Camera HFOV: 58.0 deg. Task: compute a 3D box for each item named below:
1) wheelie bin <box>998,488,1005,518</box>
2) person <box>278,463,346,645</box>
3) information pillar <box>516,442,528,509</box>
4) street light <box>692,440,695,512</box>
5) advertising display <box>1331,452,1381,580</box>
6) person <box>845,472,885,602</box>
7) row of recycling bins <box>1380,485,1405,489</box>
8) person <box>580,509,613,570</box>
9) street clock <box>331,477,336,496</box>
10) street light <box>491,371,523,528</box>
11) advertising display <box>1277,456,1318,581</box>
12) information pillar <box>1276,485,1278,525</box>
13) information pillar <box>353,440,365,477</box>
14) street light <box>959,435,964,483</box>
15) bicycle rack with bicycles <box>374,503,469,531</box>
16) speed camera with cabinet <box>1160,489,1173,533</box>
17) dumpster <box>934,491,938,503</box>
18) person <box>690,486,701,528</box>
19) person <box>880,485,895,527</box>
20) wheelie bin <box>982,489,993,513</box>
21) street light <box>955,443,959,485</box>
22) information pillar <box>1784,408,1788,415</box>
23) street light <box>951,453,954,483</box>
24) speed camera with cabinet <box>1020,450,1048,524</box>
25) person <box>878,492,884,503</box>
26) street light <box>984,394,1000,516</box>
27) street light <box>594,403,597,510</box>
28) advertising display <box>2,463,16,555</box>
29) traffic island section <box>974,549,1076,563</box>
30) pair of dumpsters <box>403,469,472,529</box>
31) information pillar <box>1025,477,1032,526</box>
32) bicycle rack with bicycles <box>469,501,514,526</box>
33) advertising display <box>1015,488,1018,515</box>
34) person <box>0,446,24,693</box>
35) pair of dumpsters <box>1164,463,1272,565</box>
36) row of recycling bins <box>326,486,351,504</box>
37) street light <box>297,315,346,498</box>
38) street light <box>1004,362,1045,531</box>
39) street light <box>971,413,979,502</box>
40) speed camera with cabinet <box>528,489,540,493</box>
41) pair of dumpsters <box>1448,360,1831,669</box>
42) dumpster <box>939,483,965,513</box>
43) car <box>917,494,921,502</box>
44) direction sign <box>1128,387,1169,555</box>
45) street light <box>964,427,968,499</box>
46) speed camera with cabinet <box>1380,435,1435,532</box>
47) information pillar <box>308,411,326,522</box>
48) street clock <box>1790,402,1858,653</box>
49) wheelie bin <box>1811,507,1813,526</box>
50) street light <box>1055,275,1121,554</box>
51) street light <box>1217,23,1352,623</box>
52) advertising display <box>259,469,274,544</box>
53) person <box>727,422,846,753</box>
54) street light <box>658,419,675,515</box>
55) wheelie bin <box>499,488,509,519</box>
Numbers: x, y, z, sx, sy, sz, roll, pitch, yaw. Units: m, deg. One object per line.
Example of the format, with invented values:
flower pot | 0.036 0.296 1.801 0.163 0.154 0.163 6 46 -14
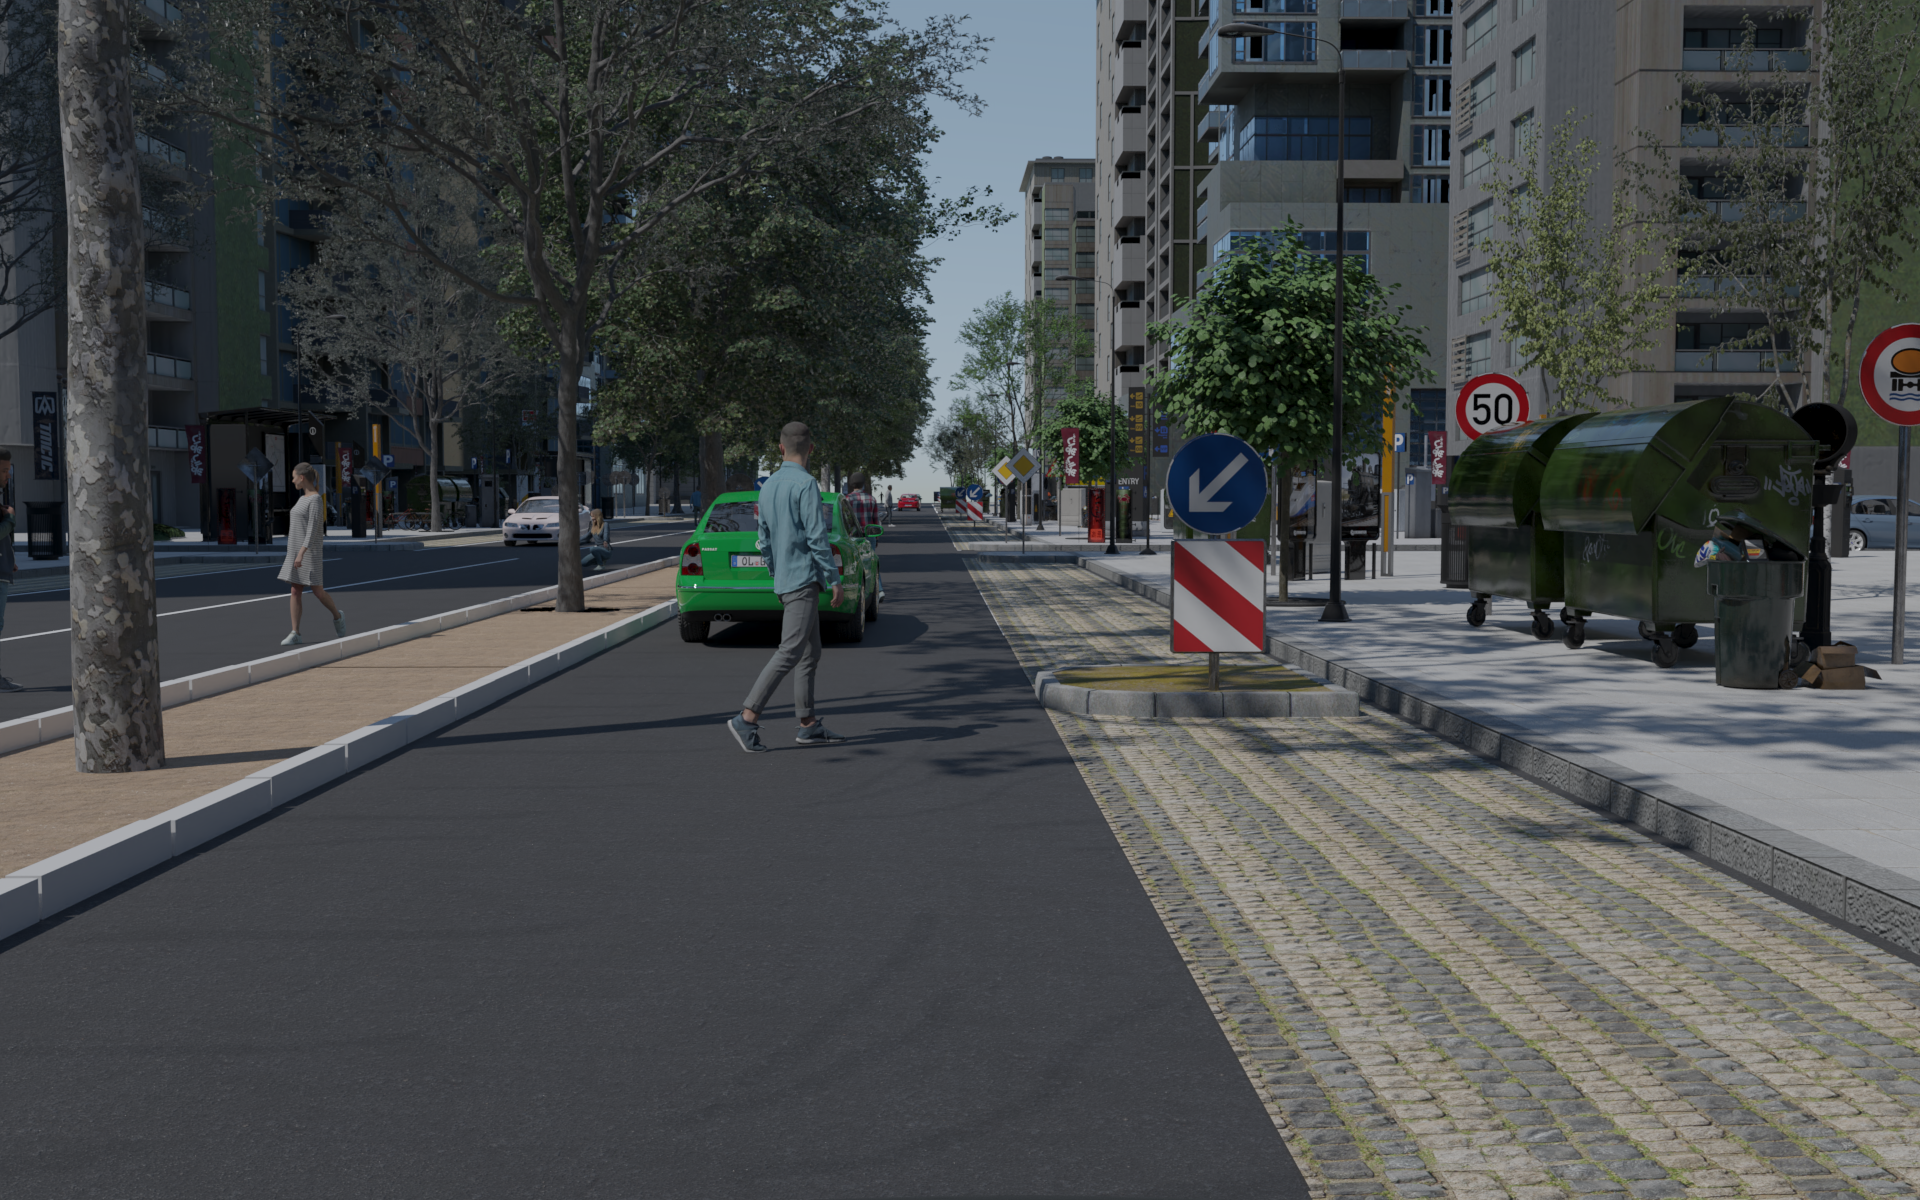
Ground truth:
wheelie bin | 2.521 -5.179 92.590 0.980 1.594 0.693 -2 4 -24
person | -6.264 -0.454 16.676 0.466 1.731 0.760 1 4 17
information pillar | -19.625 -5.274 77.586 0.504 3.616 0.183 -2 4 -26
street light | -18.068 -9.090 121.168 1.470 5.913 1.316 0 4 -1
advertising display | 5.906 -1.262 25.843 0.974 1.923 0.123 -3 4 -37
person | -1.300 -0.828 22.872 0.563 1.720 0.643 -2 4 -30
row of recycling bins | 19.224 -4.227 76.218 3.534 1.692 1.069 1 4 23
person | -6.832 -1.137 32.587 0.738 1.151 1.012 -3 5 -45
street clock | -26.668 -4.243 73.937 0.358 2.002 0.471 -1 4 -9
street light | -16.945 -5.656 65.015 1.470 5.913 1.316 0 4 -1
advertising display | 4.988 -1.248 25.612 0.123 1.923 0.974 3 5 40
information pillar | 13.524 -4.980 72.771 0.504 3.616 0.183 1 4 15
information pillar | -25.717 -5.062 74.120 0.504 3.616 0.183 -2 4 -26
street light | 0.892 -10.016 136.309 1.470 5.913 1.316 0 4 -1
bicycle rack with bicycles | -19.062 -2.928 61.258 2.925 0.926 2.852 -1 4 -12
speed camera with cabinet | 7.635 -3.828 56.917 2.038 3.252 0.660 2 4 31
dumpster | -3.312 -16.325 275.132 1.865 1.857 1.264 0 4 1
person | -10.982 -3.892 72.474 0.601 1.785 0.444 1 4 13
person | -3.226 -4.159 76.344 0.795 1.843 0.661 0 4 3
wheelie bin | 1.736 -6.672 116.993 0.980 1.594 0.693 0 4 6
street light | 0.490 -11.275 156.881 1.470 5.913 1.316 0 4 -1
information pillar | 22.413 -3.422 47.310 0.504 3.616 0.183 -3 4 -37
street light | 0.038 -12.496 176.843 1.470 5.913 1.316 0 4 -1
speed camera with cabinet | 3.183 -4.871 73.983 0.660 3.252 2.038 1 4 22
person | -12.264 -15.990 269.963 1.348 1.821 0.705 3 5 42
street light | 1.962 -6.598 80.414 1.470 5.913 1.316 0 4 -1
street light | -17.455 -6.899 85.342 1.470 5.913 1.316 0 4 -1
advertising display | -19.987 -1.908 36.411 0.123 1.923 0.974 -1 4 -22
traffic island section | 1.385 -0.914 37.225 2.009 0.180 2.903 0 4 -1
pair of dumpsters | -20.000 -3.906 66.364 1.574 2.255 4.437 0 4 -1
information pillar | 2.699 -4.006 69.982 0.304 2.012 0.304 -3 4 -36
bicycle rack with bicycles | -19.354 -3.492 70.483 2.852 0.926 2.925 -2 4 -24
advertising display | 3.676 -6.286 107.984 0.974 1.923 0.123 0 4 -2
person | -7.001 -0.219 12.420 0.623 1.781 0.721 2 4 33
pair of dumpsters | 4.990 -1.885 33.313 1.574 2.255 4.437 0 4 -1
row of recycling bins | -28.287 -4.184 75.526 3.534 1.692 1.069 -1 4 -15
street light | -16.599 -4.433 45.018 1.470 5.913 1.316 0 4 -1
street light | 2.296 -5.405 60.907 1.470 5.913 1.316 0 4 -1
street light | 1.490 -7.791 99.918 1.470 5.913 1.316 0 4 -1
speed camera with cabinet | -28.953 -7.555 117.852 0.660 3.252 2.038 1 4 11
pair of dumpsters | 5.564 -0.746 14.691 1.574 2.255 4.437 0 4 -1
dumpster | -0.598 -7.825 132.884 1.985 2.255 1.502 0 4 -2
car | -7.136 -16.453 277.796 1.959 1.807 4.718 0 4 -3
direction sign | 3.980 -2.727 36.577 0.876 3.537 0.379 1 4 20
street light | 1.186 -8.984 119.425 1.470 5.913 1.316 0 4 -1
speed camera with cabinet | 15.084 -3.942 58.787 0.660 3.252 2.038 -3 5 -45
information pillar | -18.138 -3.518 48.870 0.504 3.616 0.183 1 4 20
street clock | 6.826 -0.563 13.773 0.471 2.002 0.358 3 5 45
wheelie bin | 36.100 -3.963 72.697 0.693 1.594 0.980 3 5 43
street light | 2.717 -3.935 36.884 1.470 5.913 1.316 0 4 -1
street light | 3.241 -2.737 17.287 1.470 5.913 1.316 0 4 -1
advertising display | -17.795 -2.399 44.430 0.123 1.923 0.974 -2 4 -35
person | -0.994 -0.088 9.808 0.748 1.841 0.638 -1 4 -23
street light | -17.765 -8.151 105.802 1.470 5.913 1.316 0 4 -1
wheelie bin | -23.325 -4.897 87.976 0.693 1.594 0.980 0 4 2
